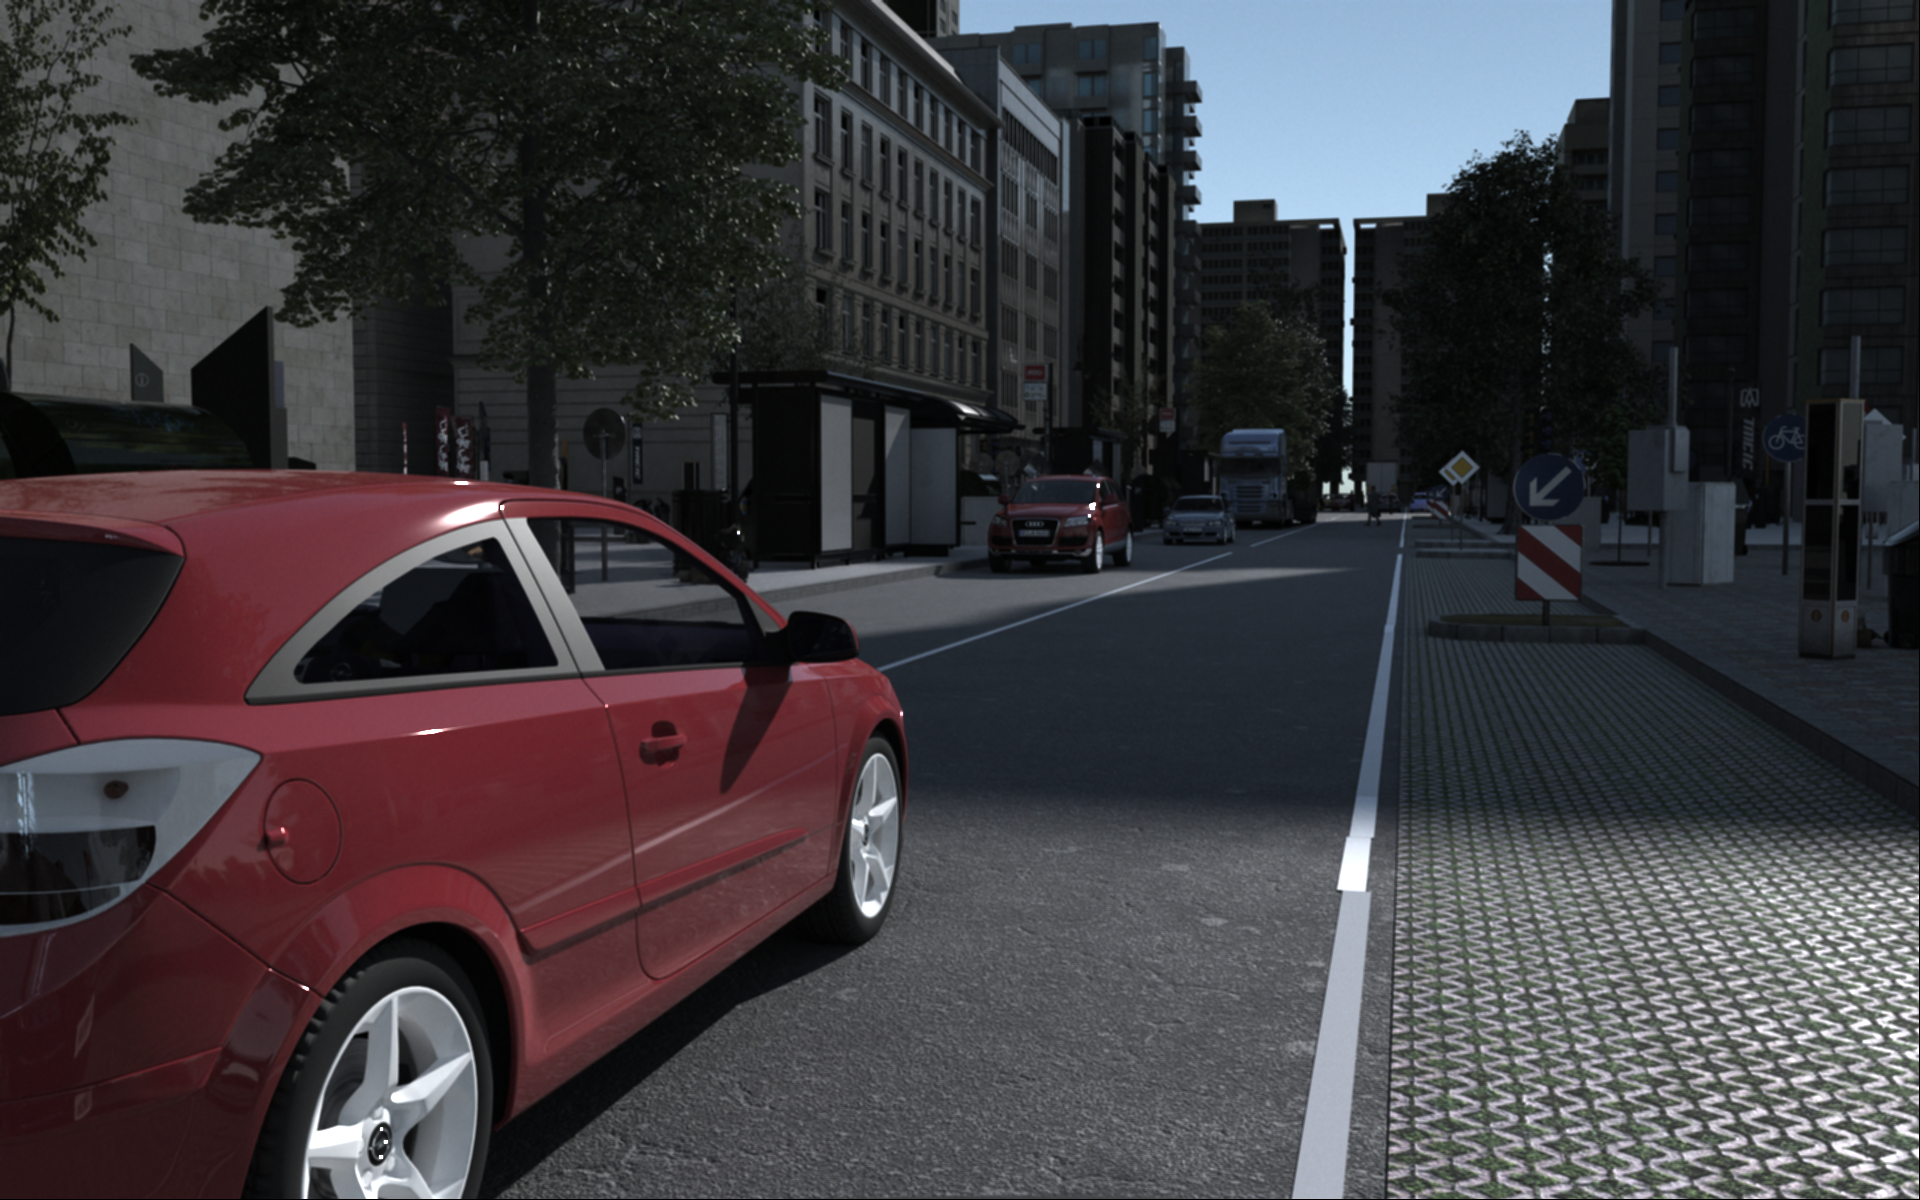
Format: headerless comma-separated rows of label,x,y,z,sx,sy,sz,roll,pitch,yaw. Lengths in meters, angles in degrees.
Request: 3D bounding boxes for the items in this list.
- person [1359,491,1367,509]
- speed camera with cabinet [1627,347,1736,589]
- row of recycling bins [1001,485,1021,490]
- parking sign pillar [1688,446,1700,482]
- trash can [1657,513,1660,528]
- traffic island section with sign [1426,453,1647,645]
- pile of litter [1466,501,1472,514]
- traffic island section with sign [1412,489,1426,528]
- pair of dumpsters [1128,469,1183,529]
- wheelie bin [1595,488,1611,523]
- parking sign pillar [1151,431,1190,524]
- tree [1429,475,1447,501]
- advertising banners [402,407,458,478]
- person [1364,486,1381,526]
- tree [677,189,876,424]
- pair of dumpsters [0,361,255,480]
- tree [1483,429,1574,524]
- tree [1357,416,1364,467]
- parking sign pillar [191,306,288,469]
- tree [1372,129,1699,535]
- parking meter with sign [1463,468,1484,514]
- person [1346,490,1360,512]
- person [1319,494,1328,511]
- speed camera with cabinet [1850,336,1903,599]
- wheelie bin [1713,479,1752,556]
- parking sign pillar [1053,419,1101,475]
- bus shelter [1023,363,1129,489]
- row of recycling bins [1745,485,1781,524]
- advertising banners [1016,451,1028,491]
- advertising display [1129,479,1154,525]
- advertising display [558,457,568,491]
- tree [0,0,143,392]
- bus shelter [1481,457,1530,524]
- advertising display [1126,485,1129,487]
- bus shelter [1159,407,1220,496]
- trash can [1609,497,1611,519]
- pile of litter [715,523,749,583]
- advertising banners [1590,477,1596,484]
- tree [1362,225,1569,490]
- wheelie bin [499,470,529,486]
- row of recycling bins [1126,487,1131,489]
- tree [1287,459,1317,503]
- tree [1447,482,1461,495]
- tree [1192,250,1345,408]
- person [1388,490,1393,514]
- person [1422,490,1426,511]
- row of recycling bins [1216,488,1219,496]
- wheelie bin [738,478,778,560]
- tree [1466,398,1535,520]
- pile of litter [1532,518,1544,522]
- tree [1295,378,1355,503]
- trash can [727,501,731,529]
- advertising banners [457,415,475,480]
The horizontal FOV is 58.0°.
person,39.410,-9.793,169.336,1.217,1.735,0.721,-3,5,-41
speed camera with cabinet,10.025,-1.816,24.027,2.038,3.252,0.660,-3,5,-40
row of recycling bins,2.515,-4.210,75.949,1.069,1.692,3.534,-1,4,-20
parking sign pillar,30.826,-5.226,73.915,1.447,3.967,1.447,0,4,4
trash can,25.636,-3.132,62.855,0.748,1.137,0.748,0,3,0
traffic island section with sign,5.773,-0.543,17.500,1.989,1.847,2.006,1,4,14
pile of litter,35.201,-6.287,116.760,1.719,0.858,1.176,-3,5,-39
traffic island section with sign,19.959,-3.898,72.354,1.989,1.847,2.006,1,4,14
pair of dumpsters,7.307,-3.812,64.825,1.574,2.255,4.437,1,4,15
wheelie bin,28.016,-4.154,75.818,0.693,1.594,0.980,-3,5,-40
parking sign pillar,8.863,-5.243,74.202,1.447,3.967,1.447,-3,5,-41
tree,50.237,-11.955,179.181,4.285,4.588,4.351,0,3,0
advertising banners,-10.647,-2.324,34.192,0.090,3.025,2.074,1,4,19
person,18.682,-4.268,78.384,0.767,1.812,0.694,3,5,44
tree,-4.755,-5.585,41.676,4.360,8.622,3.978,0,3,0
pair of dumpsters,-6.689,-0.551,11.510,1.574,2.255,4.437,1,4,14
tree,20.854,-4.901,63.841,4.285,4.588,4.351,0,3,0
tree,39.659,-17.347,190.272,9.857,13.997,8.962,0,3,0
parking sign pillar,-10.477,-2.247,25.217,1.447,3.967,1.447,1,4,14
tree,17.726,-8.433,54.894,9.611,12.733,9.660,0,3,0
parking meter with sign,33.399,-7.181,113.676,1.738,3.016,0.543,0,4,-6
person,31.146,-7.836,137.346,1.217,1.743,0.721,3,5,40
person,30.714,-8.226,146.185,0.799,1.438,0.628,1,4,21
speed camera with cabinet,11.535,-1.639,21.138,0.660,3.252,2.038,-1,4,-12
wheelie bin,16.035,-1.735,36.279,0.980,1.594,0.693,0,4,-7
parking sign pillar,4.354,-4.493,61.932,1.447,3.967,1.447,-1,4,-19
bus shelter,3.652,-4.771,55.639,2.179,5.291,8.768,1,4,14
row of recycling bins,33.912,-4.176,75.390,3.534,1.692,1.069,0,4,-7
advertising banners,2.403,-4.548,70.543,0.090,3.025,2.074,-2,4,-27
advertising display,7.642,-4.099,72.226,0.974,1.923,0.123,0,4,-8
advertising display,-7.185,-1.552,30.586,0.123,1.923,0.974,-3,4,-37
tree,-12.693,-4.400,22.309,4.737,8.622,4.395,0,3,0
bus shelter,23.087,-4.835,72.979,2.014,3.302,5.546,1,4,14
advertising display,11.841,-7.274,124.136,0.974,1.923,0.123,2,4,28
bus shelter,10.971,-6.437,82.876,2.179,5.291,8.768,1,4,14
trash can,31.657,-4.501,85.248,0.748,1.137,0.748,0,3,0
pile of litter,-3.592,-0.684,25.146,1.176,0.858,1.719,1,4,12
advertising banners,34.535,-6.134,96.476,2.074,3.025,0.090,0,4,5
tree,30.810,-15.247,105.185,12.611,20.169,13.585,0,3,0
wheelie bin,-5.774,-0.904,22.690,0.980,1.594,0.693,3,5,43
row of recycling bins,9.712,-5.589,98.498,1.069,1.692,3.534,3,4,38
tree,31.252,-10.742,159.352,4.285,4.588,4.351,0,3,0
tree,41.647,-9.141,144.058,1.663,3.219,1.824,0,3,0
tree,24.081,-17.206,137.215,12.611,20.169,13.585,0,3,0
person,30.609,-6.977,123.383,0.445,1.727,0.742,-2,4,-28
person,38.944,-8.302,144.760,0.750,1.759,0.617,0,4,5
row of recycling bins,16.830,-6.038,105.837,1.069,1.692,3.534,-2,4,-30
wheelie bin,-3.920,-1.579,33.722,0.693,1.594,0.980,1,4,16
tree,25.656,-8.201,84.455,4.737,8.622,4.395,0,3,0
pile of litter,29.113,-4.429,86.379,1.176,0.858,1.719,1,4,15
tree,35.495,-16.361,177.876,12.009,13.543,11.850,0,3,0
trash can,-5.128,-1.540,36.830,0.748,1.137,0.748,0,3,0
advertising banners,-10.348,-2.606,38.790,2.074,3.025,0.090,-2,4,-27
